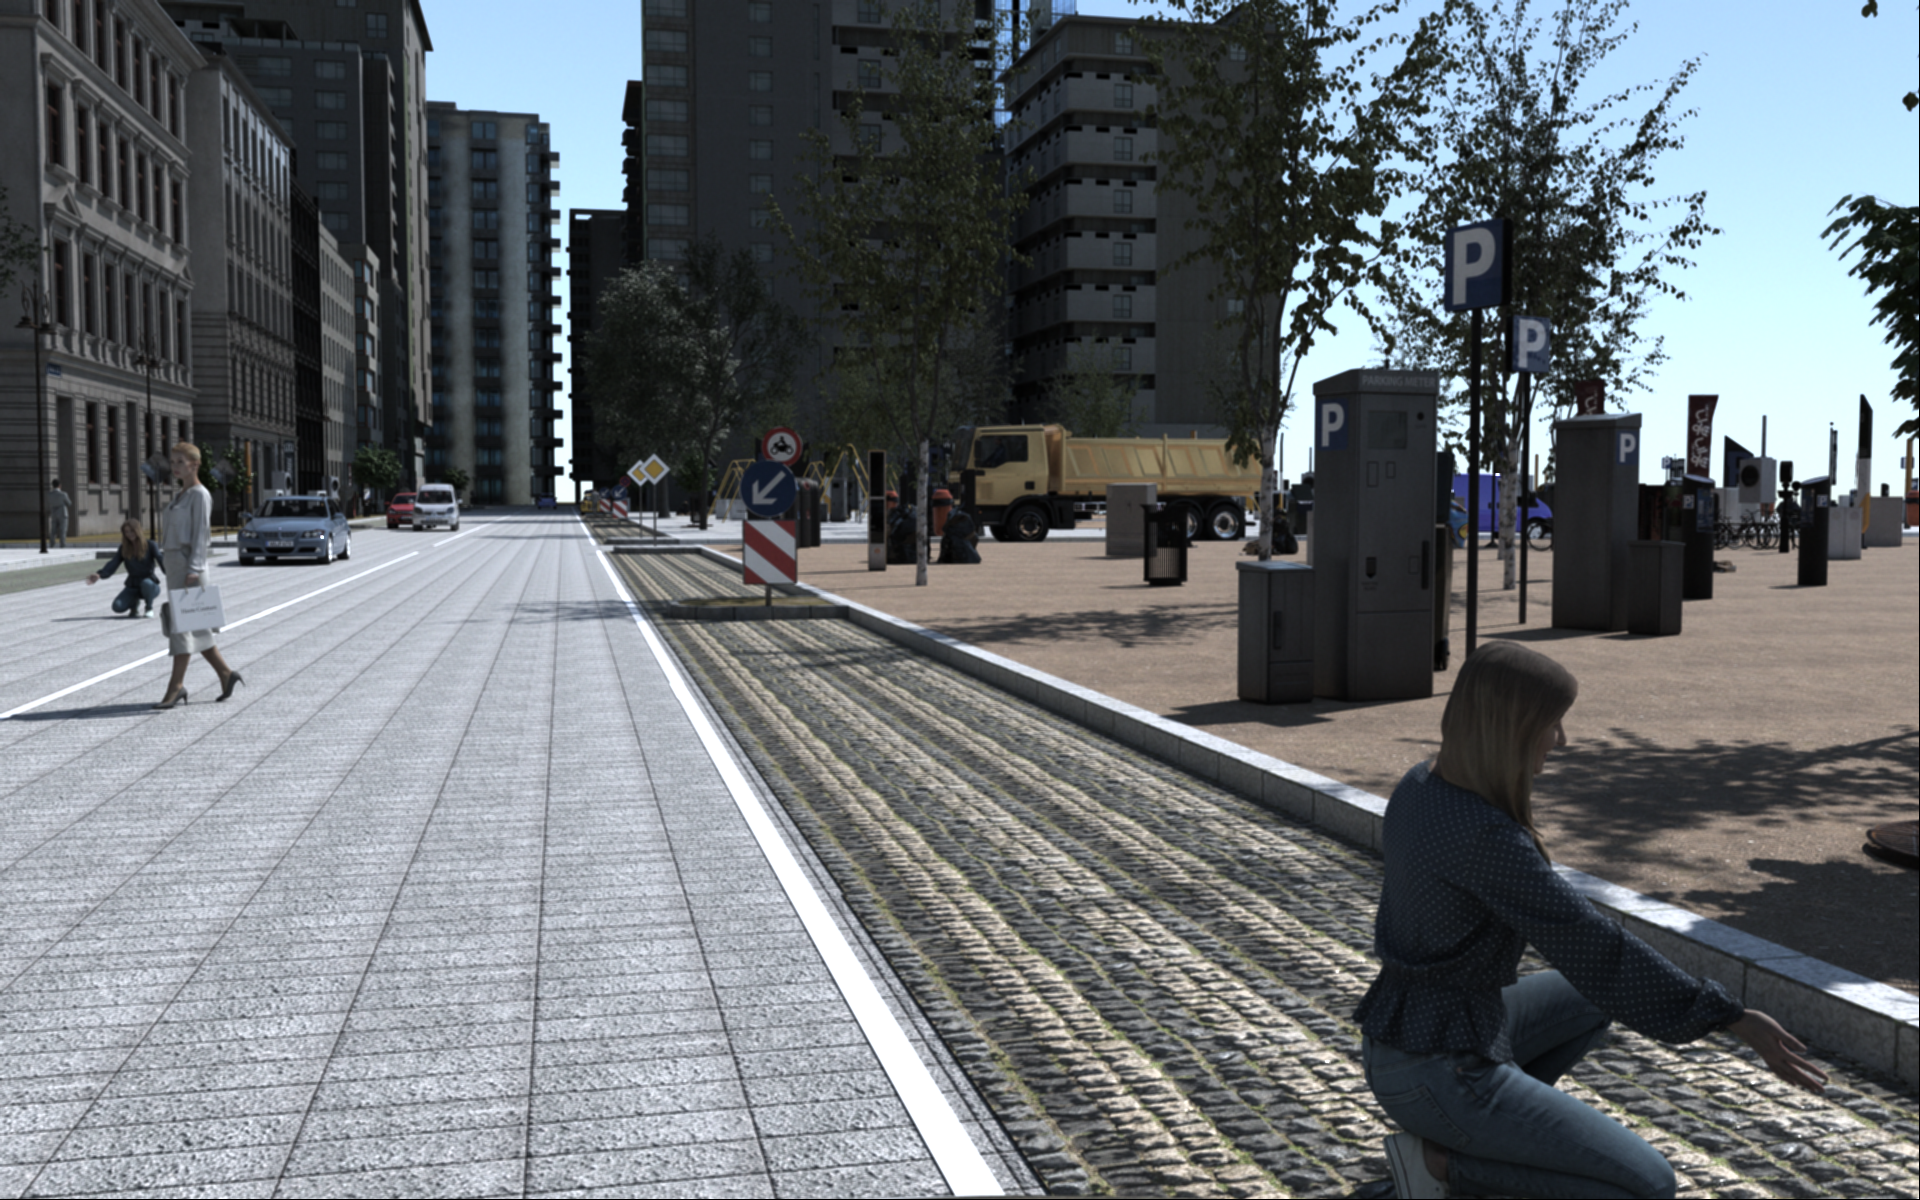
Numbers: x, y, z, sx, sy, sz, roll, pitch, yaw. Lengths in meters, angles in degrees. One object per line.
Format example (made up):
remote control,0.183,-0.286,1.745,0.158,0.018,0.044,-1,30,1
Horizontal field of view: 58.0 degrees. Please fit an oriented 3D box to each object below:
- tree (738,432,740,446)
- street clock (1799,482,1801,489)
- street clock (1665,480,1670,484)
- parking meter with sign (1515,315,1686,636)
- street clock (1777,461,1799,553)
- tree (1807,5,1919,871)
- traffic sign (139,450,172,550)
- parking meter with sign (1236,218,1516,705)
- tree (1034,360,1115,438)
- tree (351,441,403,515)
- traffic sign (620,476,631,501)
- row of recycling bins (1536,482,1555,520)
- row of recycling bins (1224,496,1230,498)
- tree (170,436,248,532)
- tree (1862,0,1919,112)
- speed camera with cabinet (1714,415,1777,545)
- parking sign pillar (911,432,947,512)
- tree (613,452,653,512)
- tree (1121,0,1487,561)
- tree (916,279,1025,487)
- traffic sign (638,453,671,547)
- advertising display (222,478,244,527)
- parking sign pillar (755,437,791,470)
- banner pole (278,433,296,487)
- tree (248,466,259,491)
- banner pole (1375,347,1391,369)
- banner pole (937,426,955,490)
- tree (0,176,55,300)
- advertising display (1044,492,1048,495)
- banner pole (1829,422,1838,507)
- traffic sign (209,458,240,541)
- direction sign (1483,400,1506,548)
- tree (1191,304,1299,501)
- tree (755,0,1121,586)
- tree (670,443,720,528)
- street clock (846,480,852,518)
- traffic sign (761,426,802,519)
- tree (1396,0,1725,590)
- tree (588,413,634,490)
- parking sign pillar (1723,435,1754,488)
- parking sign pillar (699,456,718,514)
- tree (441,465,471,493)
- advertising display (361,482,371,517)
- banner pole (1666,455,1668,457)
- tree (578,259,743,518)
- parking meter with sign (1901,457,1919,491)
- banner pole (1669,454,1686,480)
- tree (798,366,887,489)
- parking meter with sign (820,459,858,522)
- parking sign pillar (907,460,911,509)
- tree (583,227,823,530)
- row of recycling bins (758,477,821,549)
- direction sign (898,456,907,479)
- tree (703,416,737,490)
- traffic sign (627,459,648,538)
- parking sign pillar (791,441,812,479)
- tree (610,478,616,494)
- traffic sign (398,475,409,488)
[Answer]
tree,-11.466,-9.758,109.912,4.737,8.622,4.395,0,3,0
street clock,46.864,-5.659,97.097,0.471,2.002,0.358,3,4,37
street clock,37.059,-5.254,90.467,0.471,2.002,0.358,-1,4,-19
parking meter with sign,6.013,-1.230,16.373,0.543,3.016,1.738,-2,4,-32
street clock,18.052,-2.037,37.881,0.358,2.002,0.471,2,4,30
tree,3.876,-0.691,5.901,1.663,3.219,1.824,0,3,0
traffic sign,-18.427,-2.213,39.826,0.795,2.450,0.064,-1,4,-13
parking meter with sign,2.586,-0.895,10.888,1.738,3.016,0.543,-2,4,-25
tree,6.222,-8.890,95.710,4.360,8.622,3.978,0,3,0
tree,-35.902,-7.502,106.373,4.285,4.588,4.351,0,3,0
traffic sign,-23.466,-7.421,121.447,0.768,2.556,0.104,0,4,-7
row of recycling bins,19.909,-3.095,57.711,1.069,1.692,3.534,1,4,10
row of recycling bins,19.793,-7.383,127.824,1.069,1.692,3.534,1,4,22
tree,-25.404,-3.895,58.286,1.663,3.219,1.824,0,3,0
tree,6.532,-3.644,9.936,4.737,8.622,4.395,0,3,0
speed camera with cabinet,19.690,-3.037,43.993,0.660,3.252,2.038,-2,4,-24
parking sign pillar,-1.026,-5.129,72.337,1.447,3.967,1.447,-1,4,-22
tree,-23.597,-8.679,125.609,4.285,4.588,4.351,0,3,0
tree,3.592,-4.197,18.976,4.737,8.622,4.395,0,3,0
tree,0.220,-6.702,59.936,4.360,8.622,3.978,0,3,0
traffic sign,-7.460,-2.364,42.302,0.795,2.450,0.064,-1,4,-13
advertising display,-28.369,-3.816,67.603,0.974,1.923,0.123,1,4,22
parking sign pillar,-8.995,-5.714,81.890,1.447,3.967,1.447,-1,4,-18
banner pole,-27.528,-4.938,70.752,0.401,3.779,0.863,3,5,41
tree,-25.427,-4.045,60.736,1.663,3.219,1.824,0,3,0
banner pole,7.279,-2.439,29.894,0.401,3.779,0.863,0,4,-4
banner pole,-0.565,-4.513,63.799,0.863,3.779,0.401,0,4,7
tree,-17.429,-5.560,25.322,8.767,10.594,7.601,1,4,17
advertising display,3.670,-3.750,66.518,0.974,1.923,0.123,-1,4,-22
banner pole,30.141,-4.271,59.841,0.401,3.779,0.863,1,4,10
traffic sign,-20.206,-2.689,47.611,0.795,2.450,0.064,-1,4,-13
direction sign,12.803,-3.029,41.529,0.876,3.537,0.379,-3,5,-39
tree,11.050,-7.202,68.111,4.360,8.622,3.978,0,3,0
tree,-0.628,-4.521,24.274,4.737,8.622,4.395,0,3,0
tree,-10.288,-4.544,68.899,1.663,3.219,1.824,0,3,0
street clock,-5.893,-5.328,91.690,0.358,2.002,0.471,-2,4,-29
traffic sign,-3.363,-1.997,32.753,0.768,2.556,0.104,0,4,-5
tree,7.619,-4.450,23.115,4.360,8.622,3.978,0,3,0
tree,-29.008,-11.969,146.049,4.360,8.622,3.978,0,3,0
parking sign pillar,35.629,-5.547,79.162,1.447,3.967,1.447,0,4,2
parking sign pillar,-15.935,-7.432,109.983,1.447,3.967,1.447,-3,5,-41
tree,-57.075,-12.980,195.937,4.285,4.588,4.351,0,3,0
advertising display,-33.118,-5.588,96.570,0.123,1.923,0.974,0,4,3
banner pole,45.731,-7.430,111.494,0.863,3.779,0.401,2,4,29
tree,-16.066,-11.444,93.770,9.857,13.997,8.962,0,3,0
parking meter with sign,44.316,-5.163,80.676,0.543,3.016,1.738,1,4,15
banner pole,44.491,-7.174,107.304,0.401,3.779,0.863,-3,5,-42
tree,-7.045,-9.058,98.468,4.360,8.622,3.978,0,3,0
parking meter with sign,-5.558,-5.069,79.145,1.738,3.016,0.543,0,4,8
parking sign pillar,-3.440,-7.989,119.087,1.447,3.967,1.447,2,4,32
tree,-9.173,-7.766,61.380,8.767,10.594,7.601,0,4,-8
row of recycling bins,-4.052,-2.070,40.955,1.069,1.692,3.534,0,4,7
direction sign,-3.425,-6.804,103.238,0.379,3.537,0.876,3,4,37
tree,-16.725,-10.060,114.839,4.360,8.622,3.978,0,3,0
traffic sign,-9.239,-2.841,50.087,0.795,2.450,0.064,-1,4,-13
parking sign pillar,-8.233,-6.109,88.356,1.447,3.967,1.447,1,4,16
tree,-36.152,-11.412,181.188,1.663,3.219,1.824,0,3,0
traffic sign,-38.666,-7.353,120.222,0.884,2.594,0.081,0,4,-8
